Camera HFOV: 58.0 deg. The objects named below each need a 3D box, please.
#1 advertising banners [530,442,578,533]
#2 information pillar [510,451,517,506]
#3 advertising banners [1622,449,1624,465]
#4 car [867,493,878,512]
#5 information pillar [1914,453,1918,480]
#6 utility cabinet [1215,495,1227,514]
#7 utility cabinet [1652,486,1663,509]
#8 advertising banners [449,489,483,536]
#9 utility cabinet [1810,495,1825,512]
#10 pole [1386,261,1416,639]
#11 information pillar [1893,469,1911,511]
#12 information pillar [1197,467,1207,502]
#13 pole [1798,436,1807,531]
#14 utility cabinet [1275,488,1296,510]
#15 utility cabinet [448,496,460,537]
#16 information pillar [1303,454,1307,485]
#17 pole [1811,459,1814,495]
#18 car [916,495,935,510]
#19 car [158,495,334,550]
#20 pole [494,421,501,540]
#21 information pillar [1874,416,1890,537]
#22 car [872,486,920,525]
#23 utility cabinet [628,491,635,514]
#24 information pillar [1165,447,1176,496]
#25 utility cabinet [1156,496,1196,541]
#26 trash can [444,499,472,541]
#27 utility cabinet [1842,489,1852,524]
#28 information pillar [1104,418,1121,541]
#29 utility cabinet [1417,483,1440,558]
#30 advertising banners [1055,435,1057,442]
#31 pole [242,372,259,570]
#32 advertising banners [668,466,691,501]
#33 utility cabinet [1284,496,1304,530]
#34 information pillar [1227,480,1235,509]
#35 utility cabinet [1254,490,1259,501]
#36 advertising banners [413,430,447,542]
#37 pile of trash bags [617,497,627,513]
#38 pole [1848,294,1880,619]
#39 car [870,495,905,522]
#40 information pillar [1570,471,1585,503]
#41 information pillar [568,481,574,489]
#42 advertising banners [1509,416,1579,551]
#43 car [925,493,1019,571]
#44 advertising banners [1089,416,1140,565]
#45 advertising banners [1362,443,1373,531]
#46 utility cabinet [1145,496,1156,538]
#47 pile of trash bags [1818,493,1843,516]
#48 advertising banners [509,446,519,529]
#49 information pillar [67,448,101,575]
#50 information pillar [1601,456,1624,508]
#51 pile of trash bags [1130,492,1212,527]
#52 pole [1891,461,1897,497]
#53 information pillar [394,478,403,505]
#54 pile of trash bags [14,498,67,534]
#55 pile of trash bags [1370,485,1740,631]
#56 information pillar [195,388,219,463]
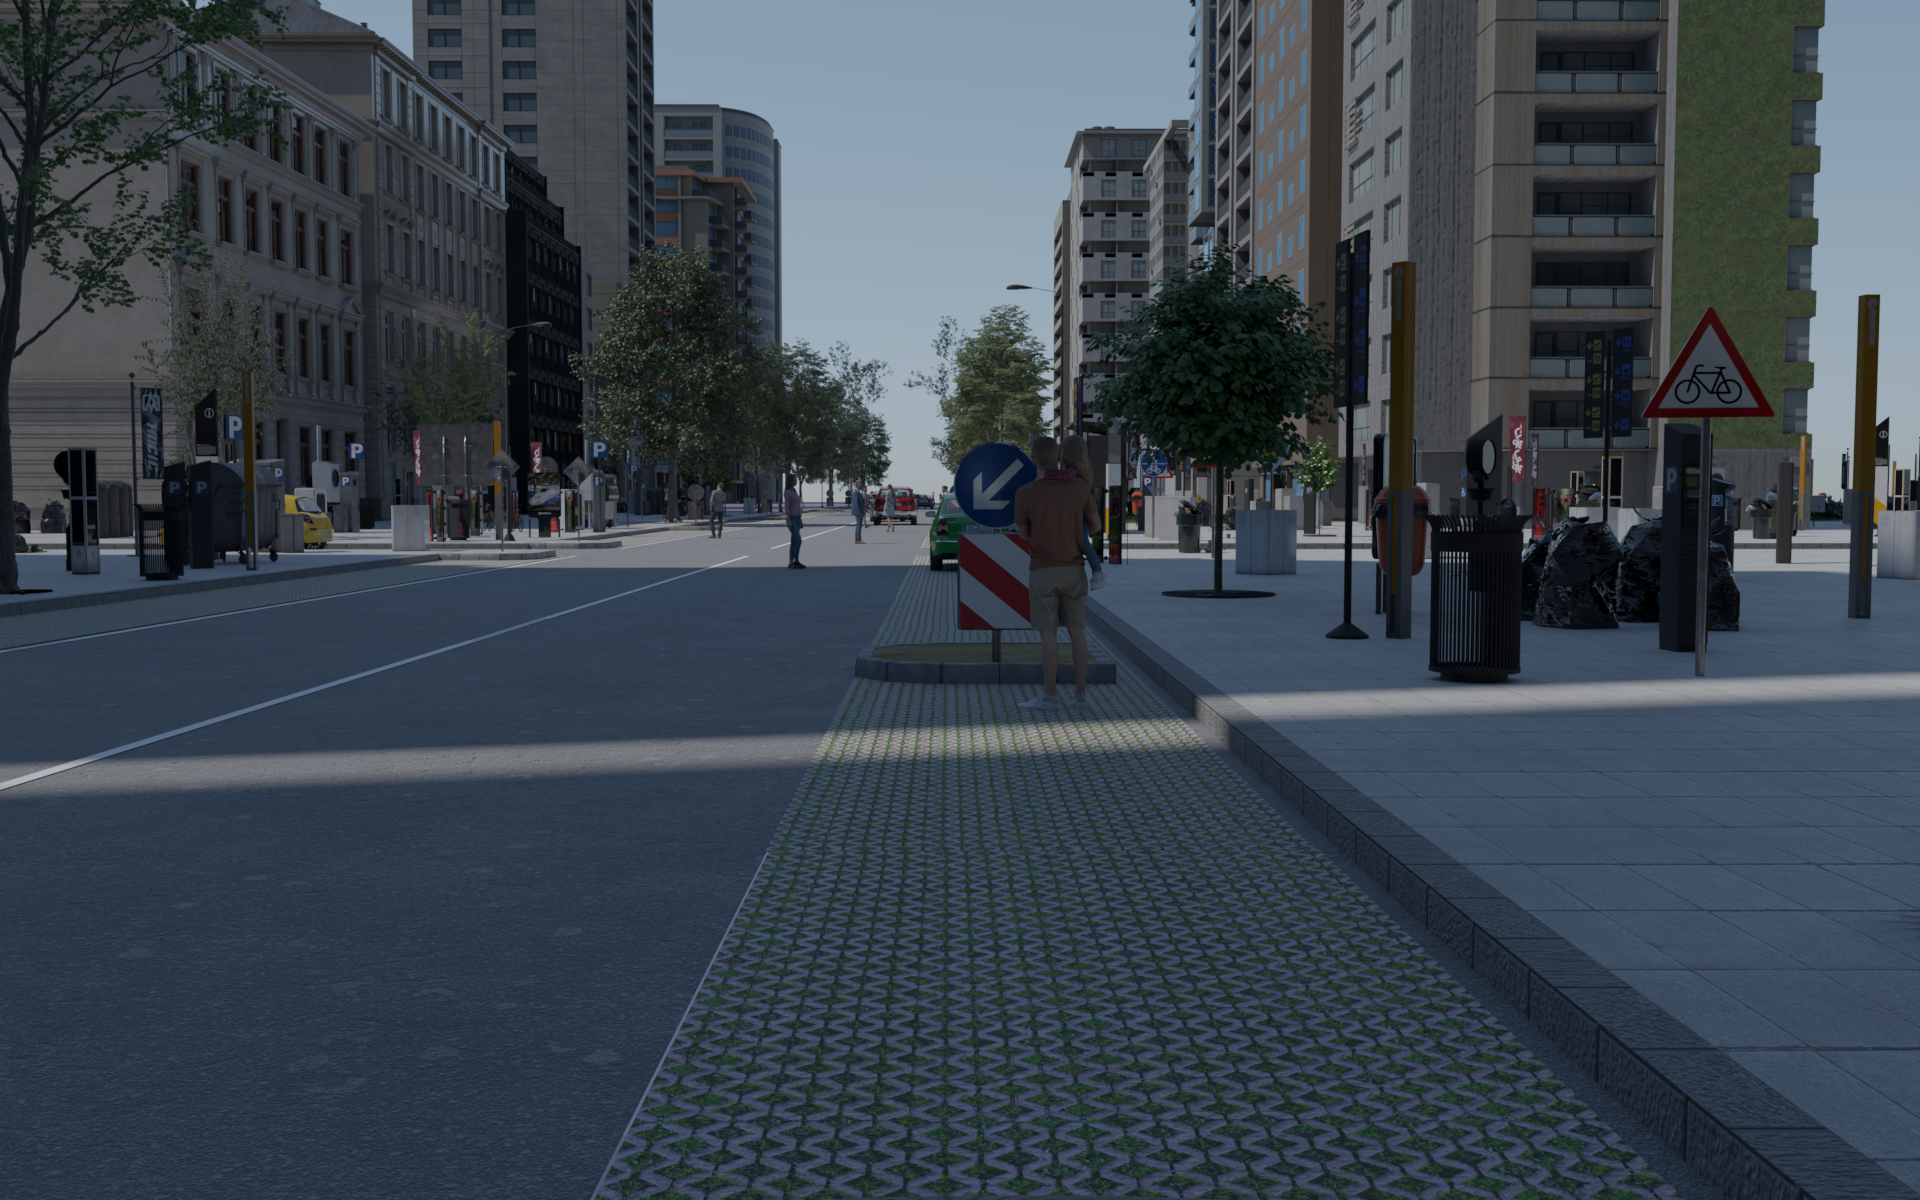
[{"bbox_3d":[-13.580,-3.773,57.874,2.074,3.025,0.090,2,4,31],"label":"advertising banners"},{"bbox_3d":[-22.336,-5.802,86.219,0.504,3.616,0.183,-1,4,-13],"label":"information pillar"},{"bbox_3d":[23.074,-3.926,60.377,0.090,3.025,2.074,1,4,22],"label":"advertising banners"},{"bbox_3d":[-6.724,-7.771,136.088,2.155,1.783,4.494,0,4,1],"label":"car"},{"bbox_3d":[55.110,-6.638,99.888,0.183,3.616,0.504,3,4,36],"label":"information pillar"},{"bbox_3d":[14.149,-4.966,92.358,1.020,1.237,0.306,2,4,29],"label":"utility cabinet"},{"bbox_3d":[20.276,-2.475,49.137,1.173,1.500,0.318,1,4,23],"label":"utility cabinet"},{"bbox_3d":[-15.383,-3.489,53.238,2.074,3.025,0.090,3,4,37],"label":"advertising banners"},{"bbox_3d":[46.963,-5.138,95.170,1.020,1.237,0.306,0,4,-2],"label":"utility cabinet"},{"bbox_3d":[3.904,-1.314,15.321,0.158,3.312,0.155,0,3,0],"label":"pole"},{"bbox_3d":[27.419,-2.810,50.429,0.304,2.012,0.304,-2,4,-25],"label":"information pillar"},{"bbox_3d":[11.915,-5.738,85.168,0.504,3.616,0.183,-1,4,-10],"label":"information pillar"},{"bbox_3d":[29.428,-4.076,60.485,0.158,3.312,0.155,0,3,0],"label":"pole"},{"bbox_3d":[12.955,-3.691,69.028,0.318,1.500,1.173,3,4,38],"label":"utility cabinet"},{"bbox_3d":[-15.095,-2.480,51.717,0.306,1.237,1.020,-1,4,-14],"label":"utility cabinet"},{"bbox_3d":[15.408,-5.259,77.339,0.183,3.616,0.504,0,4,-4],"label":"information pillar"},{"bbox_3d":[49.440,-6.529,100.595,0.158,3.312,0.155,0,3,0],"label":"pole"},{"bbox_3d":[-3.344,-9.121,161.707,1.945,1.354,3.894,0,4,1],"label":"car"},{"bbox_3d":[-17.386,-1.952,42.135,3.980,1.641,2.015,0,4,1],"label":"car"},{"bbox_3d":[-12.926,-3.342,48.485,0.158,3.312,0.155,0,3,0],"label":"pole"},{"bbox_3d":[27.644,-3.714,52.071,0.504,3.616,0.183,2,4,33],"label":"information pillar"},{"bbox_3d":[-3.027,-4.453,81.476,2.281,1.827,5.304,0,4,-1],"label":"car"},{"bbox_3d":[-20.866,-6.316,111.953,1.173,1.500,0.318,0,4,7],"label":"utility cabinet"},{"bbox_3d":[9.506,-5.307,78.122,0.504,3.616,0.183,2,4,25],"label":"information pillar"},{"bbox_3d":[5.983,-2.229,47.601,1.020,1.237,0.306,3,5,39],"label":"utility cabinet"},{"bbox_3d":[-13.905,-2.223,47.997,0.748,1.137,0.748,0,3,0],"label":"trash can"},{"bbox_3d":[37.955,-3.942,73.128,1.173,1.500,0.318,1,4,14],"label":"utility cabinet"},{"bbox_3d":[4.209,-3.442,47.626,0.504,3.616,0.183,-3,4,-38],"label":"information pillar"},{"bbox_3d":[9.221,-1.593,34.727,0.318,1.500,1.173,-1,4,-11],"label":"utility cabinet"},{"bbox_3d":[2.724,-3.334,50.691,0.090,3.025,2.074,1,4,10],"label":"advertising banners"},{"bbox_3d":[-11.908,-2.153,29.047,0.158,3.312,0.155,0,3,0],"label":"pole"},{"bbox_3d":[-16.258,-6.449,101.623,2.074,3.025,0.090,-3,5,-42],"label":"advertising banners"},{"bbox_3d":[11.928,-3.093,61.733,0.306,1.237,1.020,3,5,44],"label":"utility cabinet"},{"bbox_3d":[14.248,-5.293,91.033,0.304,2.012,0.304,-1,4,-22],"label":"information pillar"},{"bbox_3d":[14.303,-4.655,84.793,0.318,1.500,1.173,0,4,-6],"label":"utility cabinet"},{"bbox_3d":[-14.309,-3.088,46.678,0.090,3.025,2.074,-3,4,-38],"label":"advertising banners"},{"bbox_3d":[-23.673,-6.562,117.041,3.447,1.369,1.912,-3,4,-38],"label":"pile of trash bags"},{"bbox_3d":[9.302,-1.466,17.817,0.158,3.312,0.155,0,3,0],"label":"pole"},{"bbox_3d":[-3.783,-4.840,90.937,2.131,1.459,4.920,0,4,-1],"label":"car"},{"bbox_3d":[19.901,-3.142,55.867,0.304,2.012,0.304,-2,4,-27],"label":"information pillar"},{"bbox_3d":[-21.819,-5.669,97.176,0.304,2.012,0.304,0,4,-3],"label":"information pillar"},{"bbox_3d":[12.873,-2.576,38.308,0.090,3.025,2.074,-2,4,-27],"label":"advertising banners"},{"bbox_3d":[0.298,-1.519,33.629,1.959,1.807,4.718,0,4,-1],"label":"car"},{"bbox_3d":[2.834,-2.168,31.643,0.090,3.025,2.074,-1,4,-21],"label":"advertising banners"},{"bbox_3d":[14.323,-3.950,60.762,0.090,3.025,2.074,2,4,26],"label":"advertising banners"},{"bbox_3d":[5.947,-2.442,51.082,1.020,1.237,0.306,3,5,42],"label":"utility cabinet"},{"bbox_3d":[50.762,-5.578,100.951,1.912,1.369,3.447,0,4,6],"label":"pile of trash bags"},{"bbox_3d":[-16.421,-4.126,63.650,0.090,3.025,2.074,0,4,-5],"label":"advertising banners"},{"bbox_3d":[-13.969,-1.415,27.627,0.304,2.012,0.304,1,4,14],"label":"information pillar"},{"bbox_3d":[12.779,-1.803,33.964,0.304,2.012,0.304,0,4,-6],"label":"information pillar"},{"bbox_3d":[8.482,-3.634,69.166,3.447,1.369,1.912,1,4,22],"label":"pile of trash bags"},{"bbox_3d":[57.552,-6.906,106.748,0.158,3.312,0.155,0,3,0],"label":"pole"},{"bbox_3d":[-25.831,-4.599,79.687,0.304,2.012,0.304,-1,4,-10],"label":"information pillar"},{"bbox_3d":[-30.939,-2.864,56.582,3.447,1.369,1.912,-1,4,-12],"label":"pile of trash bags"},{"bbox_3d":[5.860,-0.461,17.283,3.447,1.369,1.912,1,4,13],"label":"pile of trash bags"},{"bbox_3d":[-16.620,-2.871,38.296,0.504,3.616,0.183,0,4,2],"label":"information pillar"}]
